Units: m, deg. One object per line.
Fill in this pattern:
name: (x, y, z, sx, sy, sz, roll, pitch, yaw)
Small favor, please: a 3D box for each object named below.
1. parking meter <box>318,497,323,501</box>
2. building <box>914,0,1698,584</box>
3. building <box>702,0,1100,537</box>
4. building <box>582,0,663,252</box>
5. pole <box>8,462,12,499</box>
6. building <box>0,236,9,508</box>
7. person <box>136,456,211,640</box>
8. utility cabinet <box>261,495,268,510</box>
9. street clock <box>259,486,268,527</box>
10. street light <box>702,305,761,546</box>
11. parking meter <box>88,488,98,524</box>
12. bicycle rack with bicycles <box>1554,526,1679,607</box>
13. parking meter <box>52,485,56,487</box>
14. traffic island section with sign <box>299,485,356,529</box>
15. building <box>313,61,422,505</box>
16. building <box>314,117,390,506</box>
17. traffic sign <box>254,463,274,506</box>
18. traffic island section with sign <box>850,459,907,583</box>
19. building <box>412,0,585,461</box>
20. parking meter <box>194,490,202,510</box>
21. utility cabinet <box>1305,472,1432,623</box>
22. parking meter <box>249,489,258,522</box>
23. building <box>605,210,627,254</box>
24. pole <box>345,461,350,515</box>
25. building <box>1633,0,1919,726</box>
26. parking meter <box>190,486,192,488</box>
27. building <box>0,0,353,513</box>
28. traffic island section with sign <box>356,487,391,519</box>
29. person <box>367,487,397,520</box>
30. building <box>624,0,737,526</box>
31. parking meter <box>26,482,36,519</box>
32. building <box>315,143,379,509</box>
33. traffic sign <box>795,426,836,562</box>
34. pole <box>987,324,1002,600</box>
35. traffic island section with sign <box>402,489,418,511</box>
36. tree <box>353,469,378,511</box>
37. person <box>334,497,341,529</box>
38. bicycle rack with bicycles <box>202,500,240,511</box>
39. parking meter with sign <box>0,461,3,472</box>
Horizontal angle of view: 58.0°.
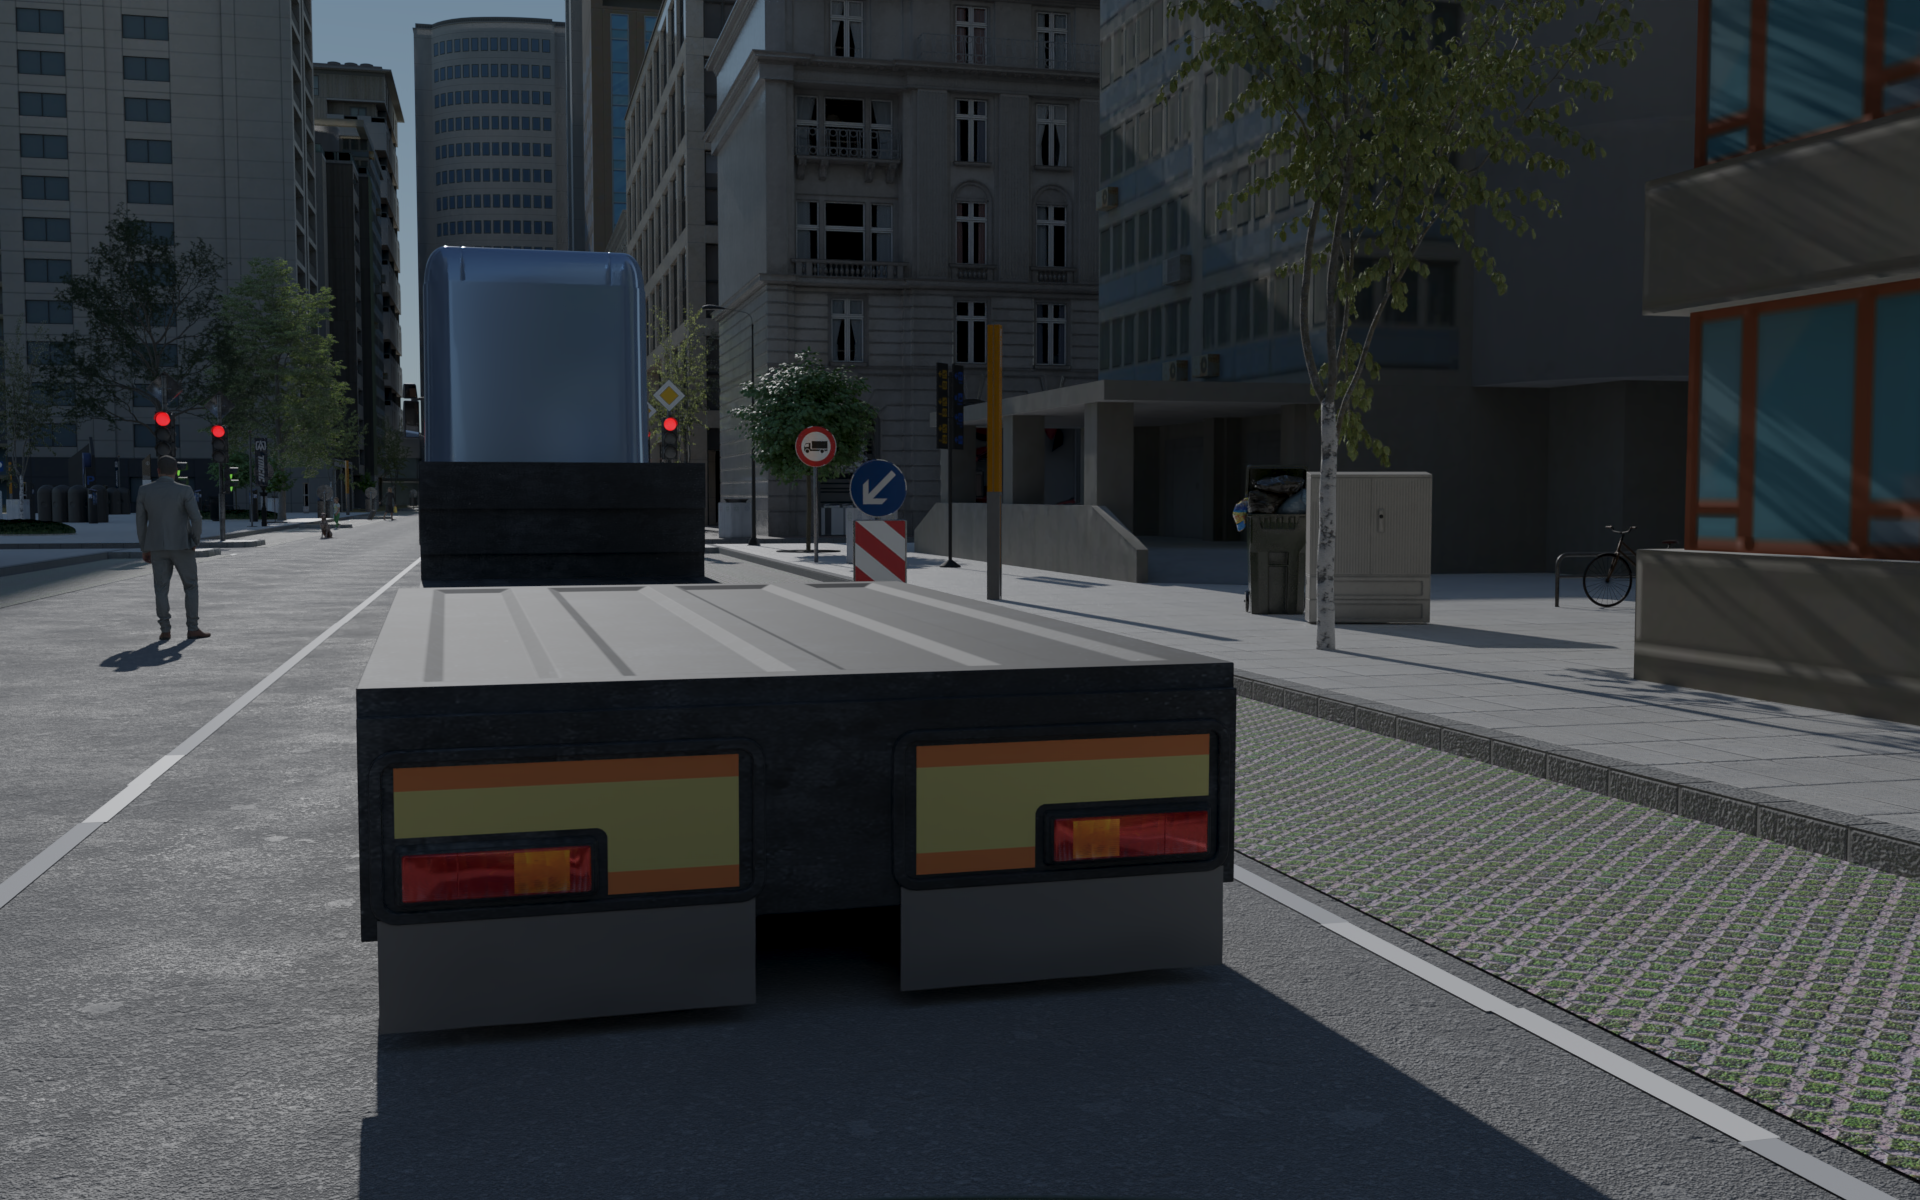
parking meter: (-42.695, -6.555, 115.591, 0.372, 1.533, 0.369, 0, 3, 0)
building: (16.337, -20.955, 34.492, 32.217, 40.220, 23.993, -1, 4, -15)
building: (3.888, -13.349, 60.063, 24.055, 21.916, 13.314, -1, 4, -15)
building: (-23.657, -30.169, 143.374, 14.600, 45.320, 14.200, -1, 4, -15)
pole: (-60.706, -7.150, 110.746, 0.158, 3.312, 0.155, 0, 3, 0)
building: (-96.820, -31.536, 170.233, 28.867, 44.769, 22.147, -1, 4, -15)
person: (-7.781, -0.520, 17.095, 0.635, 1.810, 0.391, -1, 4, -16)
utility cabinet: (-41.512, -5.637, 103.322, 0.306, 1.237, 1.020, -1, 4, -16)
street clock: (-27.513, -3.907, 68.445, 0.358, 2.002, 0.471, -1, 4, -11)
street light: (-5.651, -4.297, 42.804, 1.470, 5.913, 1.316, -1, 4, -15)
parking meter: (-37.622, -4.082, 75.153, 0.372, 1.533, 0.369, 0, 3, 0)
bicycle rack with bicycles: (8.096, -0.346, 19.041, 2.925, 0.926, 2.852, -1, 4, -18)
parking meter: (-57.516, -6.378, 109.997, 0.255, 1.863, 0.399, -2, 4, -31)
traffic island section with sign: (-26.510, -3.902, 72.433, 1.989, 1.847, 2.006, -1, 4, -15)
building: (-80.037, -38.016, 210.792, 27.495, 52.752, 28.713, -1, 4, -15)
building: (-70.062, -29.399, 172.562, 23.993, 40.220, 32.217, -1, 4, -15)
traffic sign: (-27.636, -4.200, 68.780, 0.768, 2.556, 0.104, 0, 4, -7)
traffic island section with sign: (-1.219, -0.720, 20.397, 1.989, 1.847, 2.006, -1, 4, -15)
building: (-51.994, -41.071, 213.515, 28.212, 58.520, 21.231, -1, 4, -15)
parking meter: (-44.392, -5.657, 100.907, 0.372, 1.533, 0.369, 0, 3, 0)
utility cabinet: (4.030, -0.515, 17.106, 1.173, 1.500, 0.318, 0, 4, 3)
parking meter: (-32.649, -4.381, 80.038, 0.372, 1.533, 0.369, 0, 3, 0)
building: (-17.078, -17.035, 114.675, 11.583, 22.565, 21.152, -1, 4, -15)
pole: (-37.275, -6.821, 105.366, 0.158, 3.312, 0.155, 0, 3, 0)
building: (21.723, -9.534, 0.920, 27.650, 21.520, 28.899, -1, 4, -15)
parking meter: (-50.138, -6.540, 112.642, 0.399, 1.863, 0.255, -2, 4, -27)
building: (-55.723, -42.007, 125.061, 20.563, 71.187, 20.611, -1, 4, -15)
traffic island section with sign: (-33.419, -5.496, 98.492, 1.989, 1.847, 2.006, -1, 4, -15)
person: (-31.446, -5.237, 94.342, 1.509, 1.804, 0.699, 0, 4, 0)
building: (-5.982, -17.348, 88.158, 19.350, 26.468, 34.151, -1, 4, -15)
parking meter: (-45.755, -4.867, 85.290, 0.255, 1.863, 0.399, 0, 4, -2)
building: (-56.623, -22.796, 144.417, 14.160, 30.474, 14.107, -1, 4, -15)
traffic sign: (-2.698, -1.978, 32.445, 0.768, 2.556, 0.104, -1, 4, -10)
pole: (0.419, -1.659, 20.968, 0.158, 3.312, 0.155, 0, 3, 0)
traffic island section with sign: (-46.036, -8.409, 146.121, 1.989, 1.847, 2.006, -1, 4, -15)
tree: (-45.006, -8.387, 131.730, 1.663, 3.219, 1.824, 0, 3, 0)
person: (-25.335, -3.530, 70.456, 0.306, 1.304, 0.590, 0, 4, 7)
bicycle rack with bicycles: (-44.253, -5.461, 102.667, 2.852, 0.926, 2.925, 3, 4, 38)
parking meter with sign: (-51.594, -5.884, 92.457, 0.543, 3.016, 1.738, -3, 5, -44)
